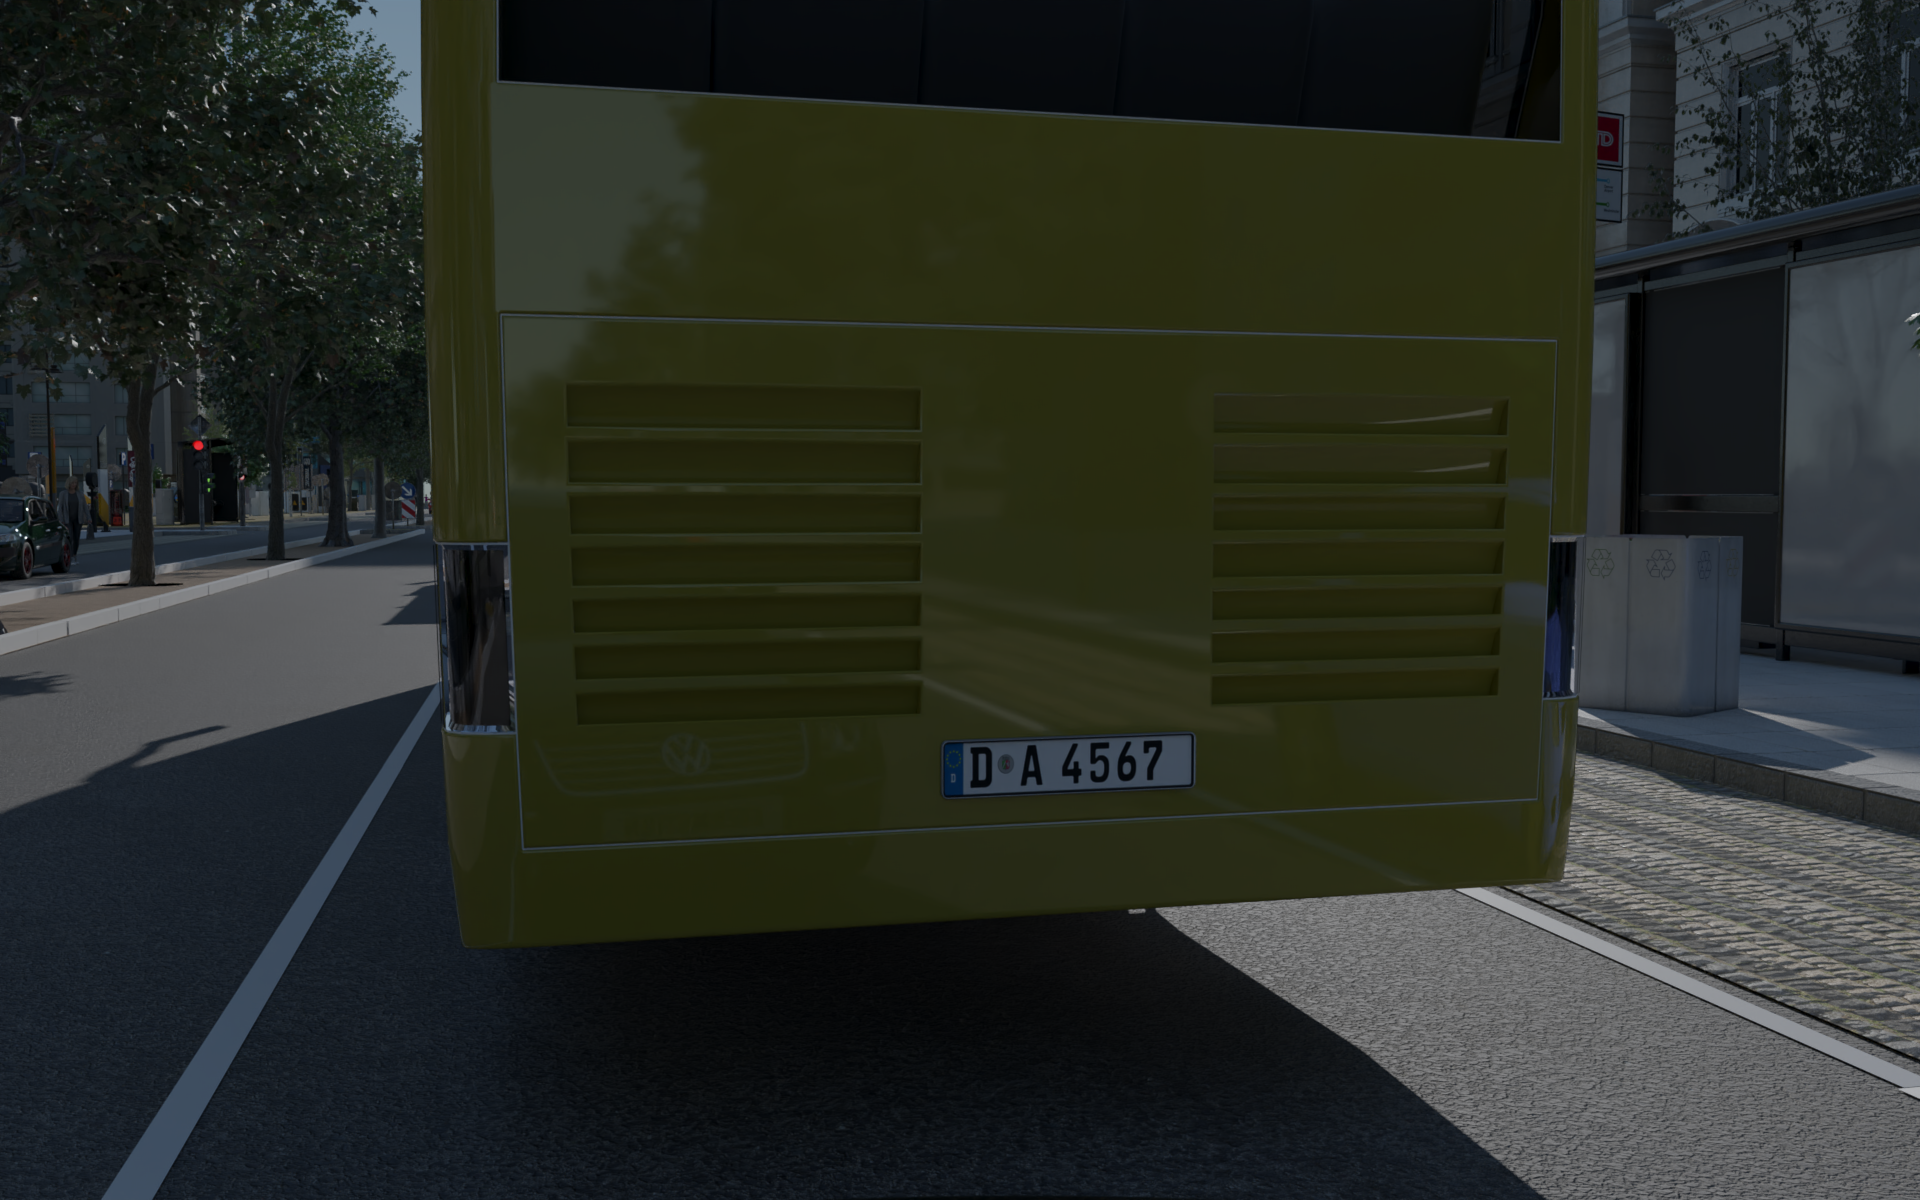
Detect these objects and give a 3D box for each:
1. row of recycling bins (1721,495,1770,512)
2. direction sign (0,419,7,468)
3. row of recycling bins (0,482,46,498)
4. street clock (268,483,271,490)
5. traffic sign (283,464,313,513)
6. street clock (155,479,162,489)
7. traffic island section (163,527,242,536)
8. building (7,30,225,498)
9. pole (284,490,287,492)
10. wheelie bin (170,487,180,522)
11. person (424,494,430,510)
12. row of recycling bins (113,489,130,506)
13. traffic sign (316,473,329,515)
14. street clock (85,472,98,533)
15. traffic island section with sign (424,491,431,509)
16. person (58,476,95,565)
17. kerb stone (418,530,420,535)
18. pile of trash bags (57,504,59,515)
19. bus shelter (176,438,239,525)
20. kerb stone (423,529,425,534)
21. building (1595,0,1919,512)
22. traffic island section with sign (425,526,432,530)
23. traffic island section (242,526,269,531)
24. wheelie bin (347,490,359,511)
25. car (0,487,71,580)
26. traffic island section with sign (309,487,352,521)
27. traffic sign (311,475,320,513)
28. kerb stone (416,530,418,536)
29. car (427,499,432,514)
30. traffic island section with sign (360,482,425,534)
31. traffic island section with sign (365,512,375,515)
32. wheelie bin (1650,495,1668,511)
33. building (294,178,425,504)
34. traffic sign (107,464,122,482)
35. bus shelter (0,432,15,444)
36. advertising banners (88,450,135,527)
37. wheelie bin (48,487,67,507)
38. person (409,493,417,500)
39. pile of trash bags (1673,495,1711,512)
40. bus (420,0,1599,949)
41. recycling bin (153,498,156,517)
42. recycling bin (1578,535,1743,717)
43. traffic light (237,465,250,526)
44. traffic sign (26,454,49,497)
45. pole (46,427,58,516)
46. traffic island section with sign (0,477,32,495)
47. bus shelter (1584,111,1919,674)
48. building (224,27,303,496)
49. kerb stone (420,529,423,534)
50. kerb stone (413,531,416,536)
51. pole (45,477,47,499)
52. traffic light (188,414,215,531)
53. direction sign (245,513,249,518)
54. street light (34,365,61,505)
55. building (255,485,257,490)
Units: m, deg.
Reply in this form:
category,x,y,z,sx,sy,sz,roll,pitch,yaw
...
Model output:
category,x,y,z,sx,sy,sz,roll,pitch,yaw
row of recycling bins,13.900,-1.307,28.483,1.069,1.692,3.534,-1,4,-15
direction sign,-28.772,-3.652,51.712,0.876,3.537,0.379,1,4,21
row of recycling bins,-32.278,-3.156,58.719,1.069,1.692,3.534,0,4,7
street clock,-42.988,-6.343,108.284,0.358,2.002,0.471,3,5,42
traffic sign,-44.636,-7.487,116.284,2.265,3.308,0.079,0,4,-8
street clock,-39.295,-4.918,84.987,0.358,2.002,0.471,-1,4,-15
traffic island section,-26.680,-2.365,60.944,2.009,0.180,2.903,-1,4,-13
building,-69.148,-28.114,143.262,14.154,41.232,14.086,-1,4,-13
pole,-53.464,-8.771,137.244,0.158,3.312,0.155,0,3,0
wheelie bin,-36.139,-4.393,79.736,0.980,1.594,0.693,2,4,33
person,-49.038,-9.018,159.165,0.991,1.433,0.599,-1,4,-10
row of recycling bins,-63.875,-7.612,131.569,1.069,1.692,3.534,-3,5,-40
traffic sign,-39.426,-6.546,107.134,0.768,2.556,0.104,0,4,-8
street clock,-28.834,-3.240,57.552,0.358,2.002,0.471,0,4,-5
traffic island section with sign,-51.211,-9.785,168.617,1.989,1.847,2.006,-1,4,-13
person,-17.886,-1.614,35.077,0.709,1.800,0.728,-3,4,-37
kerb stone,-18.859,-2.305,59.912,0.120,0.150,1.000,-1,4,-13
pile of trash bags,-39.454,-3.930,74.006,3.447,1.369,1.912,-2,4,-25
bus shelter,-32.308,-5.113,74.878,1.731,3.624,6.357,-1,4,-13
kerb stone,-19.318,-2.427,61.910,0.120,0.150,1.000,-1,4,-13
building,17.530,-15.901,45.892,13.634,28.700,20.117,-1,4,-13
traffic island section with sign,-22.214,-3.772,69.814,2.006,1.907,1.989,-1,4,-13
traffic island section,-28.476,-2.841,68.725,2.009,0.180,2.903,-1,4,-13
wheelie bin,-45.385,-7.443,129.597,0.980,1.594,0.693,0,4,-3
car,-16.738,-1.235,29.979,2.009,1.686,4.222,-1,4,-14
traffic island section with sign,-33.706,-5.146,92.772,1.989,1.847,2.006,-1,4,-13
traffic sign,-42.509,-7.002,114.589,0.768,2.556,0.104,0,4,-3
kerb stone,-18.628,-2.242,58.915,0.120,0.150,1.000,-1,4,-13
car,-37.775,-7.182,126.468,2.155,1.783,4.494,-1,4,-13
traffic island section with sign,-20.557,-3.331,62.593,2.006,1.907,1.989,-1,4,-13
traffic island section with sign,-39.758,-6.753,119.041,1.989,1.847,2.006,-1,4,-13
wheelie bin,12.645,-1.473,31.989,0.693,1.594,0.980,-2,4,-24
building,-90.241,-38.122,242.902,30.456,49.044,23.786,-1,4,-13
traffic sign,-35.535,-4.433,72.593,0.768,2.556,0.104,-1,4,-11
bus shelter,-28.334,-3.334,48.427,2.014,3.302,5.546,-1,4,-13
advertising banners,-33.557,-4.440,68.783,0.090,3.025,2.074,3,5,40
wheelie bin,-42.965,-4.571,82.647,0.980,1.594,0.693,-1,4,-23
person,-40.628,-7.330,128.524,0.592,1.802,0.473,3,4,36
pile of trash bags,10.479,-0.997,26.047,1.912,1.369,3.447,0,4,3
bus,-1.294,-1.093,9.423,2.896,3.916,12.252,-1,4,-14
recycling bin,-45.782,-5.281,98.904,0.722,1.027,0.722,-3,4,-38
recycling bin,4.189,0.132,10.400,0.722,1.027,0.722,-3,5,-42
traffic light,-26.416,-5.776,69.101,4.771,5.953,1.251,-1,4,-13
traffic sign,-29.238,-3.358,55.002,0.768,2.556,0.104,0,4,-6
pole,-27.779,-3.620,53.037,0.158,3.312,0.155,0,3,0
traffic island section with sign,-21.229,-1.843,38.762,1.989,1.847,2.006,-1,4,-13
bus shelter,6.543,-2.323,15.620,2.179,5.291,8.768,-1,4,-13
building,-88.097,-53.200,182.485,31.000,86.520,22.319,-1,4,-13
kerb stone,-19.090,-2.368,60.913,0.120,0.150,1.000,-1,4,-13
kerb stone,-18.393,-2.185,57.920,0.120,0.150,1.000,-1,4,-13
pole,-60.990,-7.457,115.767,0.158,3.312,0.155,0,3,0
traffic light,-26.638,-4.397,60.819,0.839,4.253,0.868,-1,4,-13
direction sign,-38.286,-6.155,92.624,0.379,3.537,0.876,1,4,20
street light,-26.178,-4.709,49.773,0.468,5.910,1.993,-1,4,-13
building,-77.124,-44.092,159.159,20.563,71.187,20.611,-1,4,-13
